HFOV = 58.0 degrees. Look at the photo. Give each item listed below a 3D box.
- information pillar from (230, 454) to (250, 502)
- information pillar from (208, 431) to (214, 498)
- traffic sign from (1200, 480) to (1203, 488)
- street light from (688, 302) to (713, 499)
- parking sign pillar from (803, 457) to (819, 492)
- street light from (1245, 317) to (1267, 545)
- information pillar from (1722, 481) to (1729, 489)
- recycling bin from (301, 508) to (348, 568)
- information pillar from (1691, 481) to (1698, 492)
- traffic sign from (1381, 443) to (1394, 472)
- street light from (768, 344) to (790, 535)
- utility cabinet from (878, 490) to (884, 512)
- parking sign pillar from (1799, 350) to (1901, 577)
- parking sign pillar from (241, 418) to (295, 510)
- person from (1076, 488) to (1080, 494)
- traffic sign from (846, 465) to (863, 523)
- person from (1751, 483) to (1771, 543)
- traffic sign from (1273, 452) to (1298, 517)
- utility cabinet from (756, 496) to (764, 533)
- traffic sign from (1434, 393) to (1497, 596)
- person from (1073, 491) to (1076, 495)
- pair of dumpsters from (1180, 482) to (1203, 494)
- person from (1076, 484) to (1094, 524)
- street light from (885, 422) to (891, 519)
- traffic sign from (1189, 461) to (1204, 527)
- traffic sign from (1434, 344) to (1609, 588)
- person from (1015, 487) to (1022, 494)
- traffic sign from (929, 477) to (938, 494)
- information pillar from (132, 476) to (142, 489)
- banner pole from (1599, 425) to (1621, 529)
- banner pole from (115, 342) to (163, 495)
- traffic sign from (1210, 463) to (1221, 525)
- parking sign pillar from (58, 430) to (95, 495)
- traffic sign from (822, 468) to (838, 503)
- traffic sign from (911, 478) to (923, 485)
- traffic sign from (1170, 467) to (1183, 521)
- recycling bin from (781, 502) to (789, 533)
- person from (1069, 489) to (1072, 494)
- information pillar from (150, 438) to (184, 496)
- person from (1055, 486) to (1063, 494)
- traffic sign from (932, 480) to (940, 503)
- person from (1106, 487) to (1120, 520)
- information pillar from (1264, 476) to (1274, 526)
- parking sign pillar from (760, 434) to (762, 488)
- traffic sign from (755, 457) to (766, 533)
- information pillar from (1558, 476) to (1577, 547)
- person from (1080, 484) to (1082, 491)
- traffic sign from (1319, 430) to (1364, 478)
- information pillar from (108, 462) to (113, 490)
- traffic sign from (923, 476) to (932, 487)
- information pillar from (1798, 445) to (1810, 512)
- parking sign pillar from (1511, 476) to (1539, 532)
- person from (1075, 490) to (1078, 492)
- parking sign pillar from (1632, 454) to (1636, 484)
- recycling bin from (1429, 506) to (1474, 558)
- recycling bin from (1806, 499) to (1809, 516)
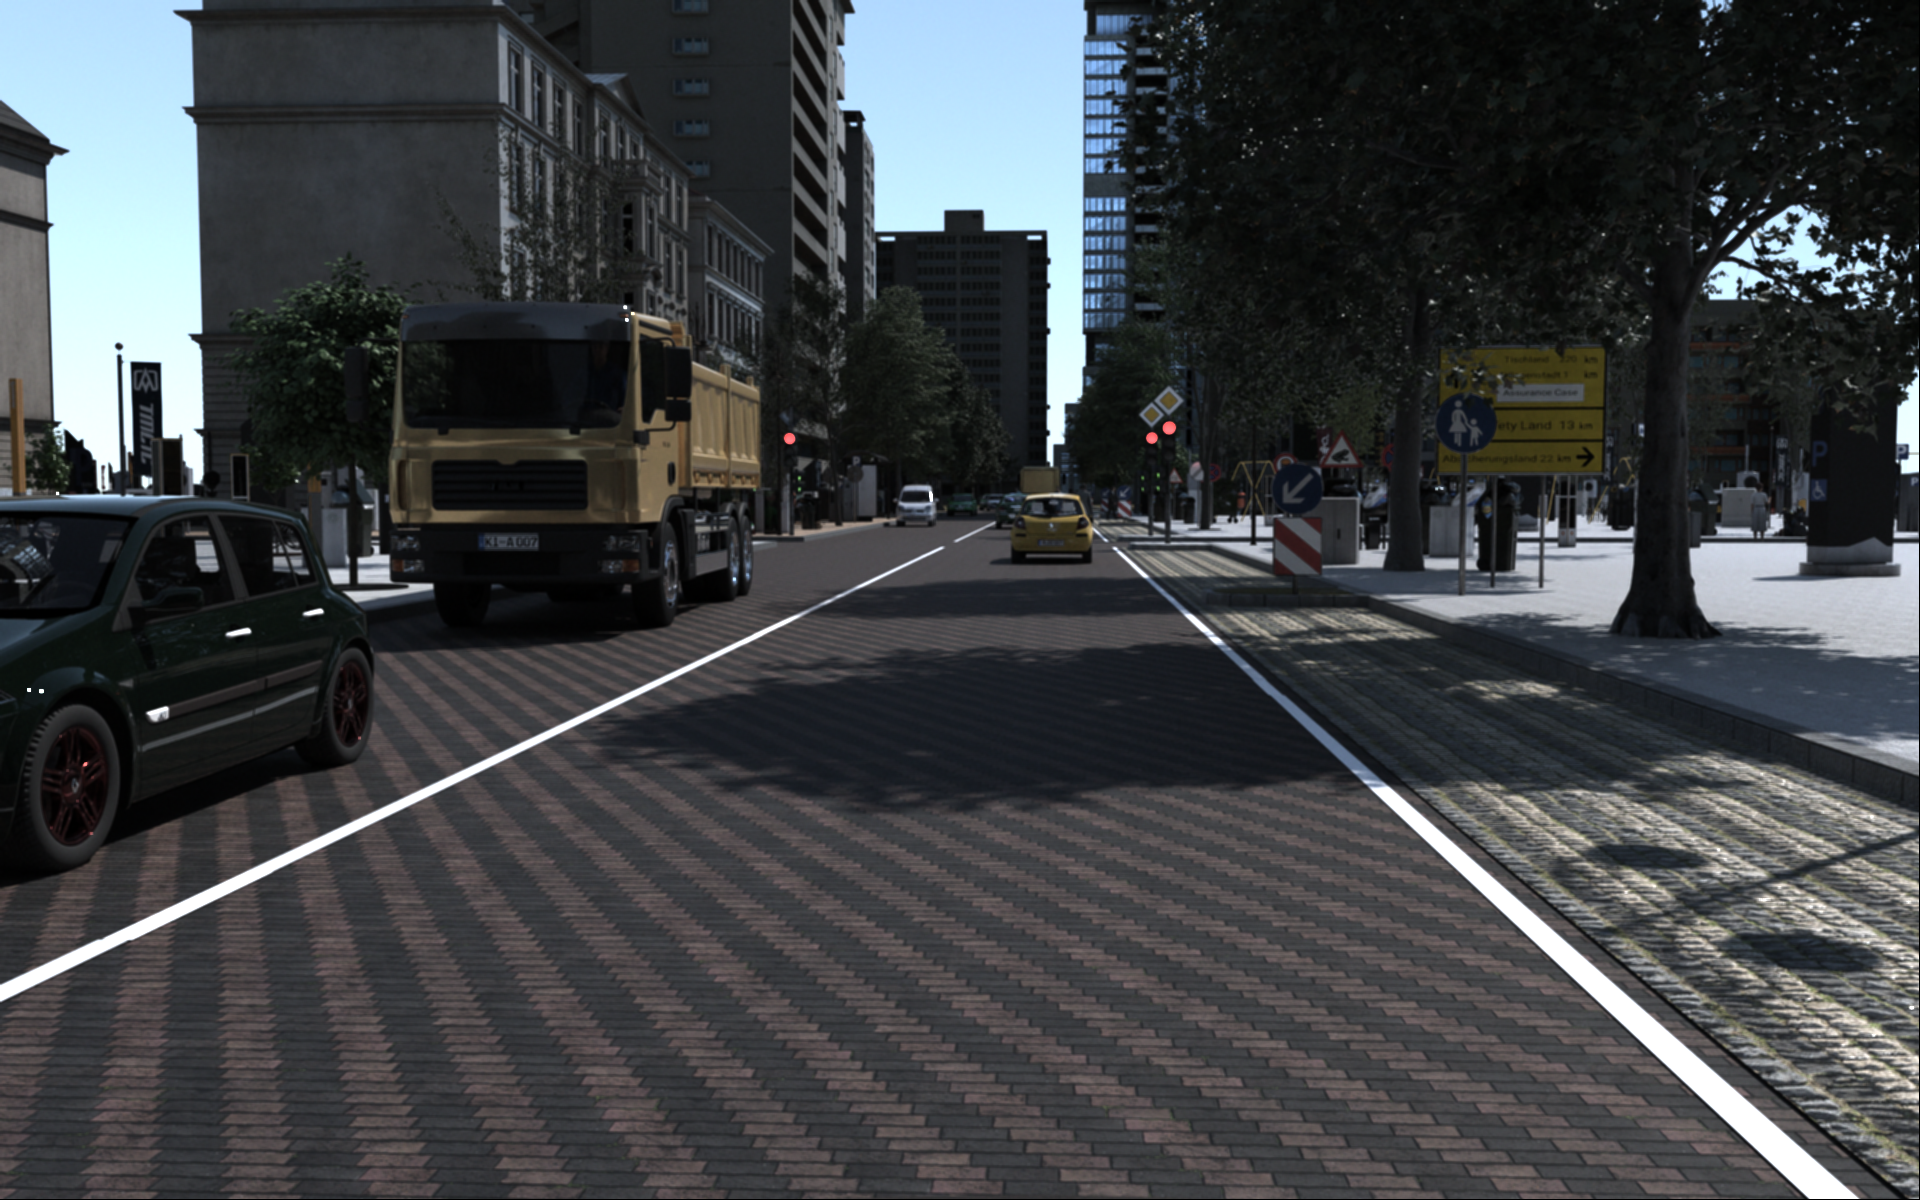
[{"bbox_3d":[-13.237,-1.675,31.878,0.304,2.012,0.304,-1,4,-21],"label":"information pillar"},{"bbox_3d":[-27.971,-4.486,64.696,0.183,3.616,0.504,-1,4,-15],"label":"information pillar"},{"bbox_3d":[11.056,-4.875,79.707,0.884,2.594,0.081,0,4,8],"label":"traffic sign"},{"bbox_3d":[-6.309,-4.217,41.736,0.468,5.910,1.993,0,4,3],"label":"street light"},{"bbox_3d":[-10.908,-8.491,127.303,1.447,3.967,1.447,2,4,31],"label":"parking sign pillar"},{"bbox_3d":[7.373,-4.315,43.345,0.468,5.910,1.993,0,4,3],"label":"street light"},{"bbox_3d":[42.234,-5.574,95.620,0.304,2.012,0.304,2,4,27],"label":"information pillar"},{"bbox_3d":[-11.171,-1.095,30.460,0.722,1.027,0.722,-1,4,-16],"label":"recycling bin"},{"bbox_3d":[41.222,-5.672,97.237,0.304,2.012,0.304,1,4,21],"label":"information pillar"},{"bbox_3d":[10.664,-2.583,42.345,0.768,2.556,0.104,1,4,9],"label":"traffic sign"},{"bbox_3d":[-5.606,-4.947,53.664,0.468,5.910,1.993,0,4,3],"label":"street light"},{"bbox_3d":[-4.682,-5.531,99.103,0.318,1.500,1.173,-2,4,-26],"label":"utility cabinet"},{"bbox_3d":[14.130,-2.381,27.401,1.447,3.967,1.447,-1,4,-16],"label":"parking sign pillar"},{"bbox_3d":[-18.319,-3.509,45.843,1.447,3.967,1.447,1,4,13],"label":"parking sign pillar"},{"bbox_3d":[7.751,-6.348,111.659,0.648,1.900,0.474,-3,5,-40],"label":"person"},{"bbox_3d":[-4.685,-4.710,77.112,0.768,2.556,0.104,0,4,6],"label":"traffic sign"},{"bbox_3d":[22.573,-2.432,48.827,0.480,1.755,0.524,2,4,35],"label":"person"},{"bbox_3d":[9.977,-3.242,53.113,0.768,2.556,0.104,1,4,11],"label":"traffic sign"},{"bbox_3d":[-6.746,-2.857,57.872,1.020,1.237,0.306,0,4,-3],"label":"utility cabinet"},{"bbox_3d":[6.347,-1.329,21.830,0.768,2.556,0.104,0,4,4],"label":"traffic sign"},{"bbox_3d":[12.324,-10.949,187.971,0.568,1.767,0.683,-1,4,-13],"label":"person"},{"bbox_3d":[13.379,-5.897,98.915,1.574,2.255,4.437,0,4,3],"label":"pair of dumpsters"},{"bbox_3d":[4.536,-3.328,63.011,0.694,1.812,0.767,1,4,11],"label":"person"},{"bbox_3d":[-3.674,-7.089,88.699,0.468,5.910,1.993,0,4,3],"label":"street light"},{"bbox_3d":[9.302,-4.120,67.473,0.768,2.556,0.104,1,4,9],"label":"traffic sign"},{"bbox_3d":[7.642,-1.822,23.662,2.265,3.308,0.079,0,4,8],"label":"traffic sign"},{"bbox_3d":[3.340,-5.559,99.259,0.638,1.841,0.748,-2,4,-23],"label":"person"},{"bbox_3d":[-1.982,-7.790,127.475,0.768,2.556,0.104,0,4,4],"label":"traffic sign"},{"bbox_3d":[-31.116,-3.733,65.520,0.304,2.012,0.304,-1,4,-15],"label":"information pillar"},{"bbox_3d":[23.674,-4.460,62.932,0.863,3.779,0.401,1,4,8],"label":"banner pole"},{"bbox_3d":[-13.675,-2.372,28.802,0.863,3.779,0.401,-2,4,-29],"label":"banner pole"},{"bbox_3d":[10.412,-4.375,71.641,0.768,2.556,0.104,0,4,6],"label":"traffic sign"},{"bbox_3d":[-37.266,-5.193,73.373,1.447,3.967,1.447,1,4,10],"label":"parking sign pillar"},{"bbox_3d":[-6.239,-5.081,83.180,0.768,2.556,0.104,0,4,7],"label":"traffic sign"},{"bbox_3d":[-2.914,-7.198,117.696,0.884,2.594,0.081,0,4,7],"label":"traffic sign"},{"bbox_3d":[10.335,-5.111,83.561,0.884,2.594,0.081,1,4,10],"label":"traffic sign"},{"bbox_3d":[-5.915,-2.705,56.777,0.722,1.027,0.722,0,4,5],"label":"recycling bin"},{"bbox_3d":[9.287,-8.437,146.076,0.705,1.869,1.348,2,4,32],"label":"person"},{"bbox_3d":[-10.442,-1.123,22.860,0.304,2.012,0.304,3,5,44],"label":"information pillar"},{"bbox_3d":[4.794,-4.626,84.164,0.581,1.822,0.654,0,4,6],"label":"person"},{"bbox_3d":[-1.804,-7.757,128.949,0.606,2.300,0.079,1,4,13],"label":"traffic sign"},{"bbox_3d":[8.523,-5.395,96.492,0.755,1.850,0.659,1,4,14],"label":"person"},{"bbox_3d":[12.246,-3.922,68.609,0.304,2.012,0.304,0,4,-4],"label":"information pillar"},{"bbox_3d":[-9.320,-5.457,77.694,1.447,3.967,1.447,1,4,16],"label":"parking sign pillar"},{"bbox_3d":[-6.817,-3.507,57.445,0.768,2.556,0.104,1,4,11],"label":"traffic sign"},{"bbox_3d":[14.652,-2.279,41.752,0.304,2.012,0.304,-2,4,-30],"label":"information pillar"},{"bbox_3d":[4.806,-3.751,69.682,0.795,1.843,0.661,1,4,16],"label":"person"},{"bbox_3d":[7.710,-2.144,35.051,0.884,2.594,0.081,1,4,11],"label":"traffic sign"},{"bbox_3d":[-61.758,-8.233,125.957,0.183,3.616,0.504,0,4,-1],"label":"information pillar"},{"bbox_3d":[-2.403,-7.433,121.538,0.884,2.594,0.081,0,4,5],"label":"traffic sign"},{"bbox_3d":[40.300,-5.591,82.772,0.504,3.616,0.183,0,4,7],"label":"information pillar"},{"bbox_3d":[19.177,-4.343,59.484,1.447,3.967,1.447,0,4,-1],"label":"parking sign pillar"},{"bbox_3d":[10.093,-8.655,150.014,0.705,1.822,1.348,1,4,14],"label":"person"},{"bbox_3d":[43.322,-7.494,110.993,1.447,3.967,1.447,2,4,25],"label":"parking sign pillar"},{"bbox_3d":[10.059,-1.399,35.421,0.722,1.027,0.722,2,4,33],"label":"recycling bin"},{"bbox_3d":[40.444,-4.245,81.956,0.722,1.027,0.722,2,4,29],"label":"recycling bin"}]
